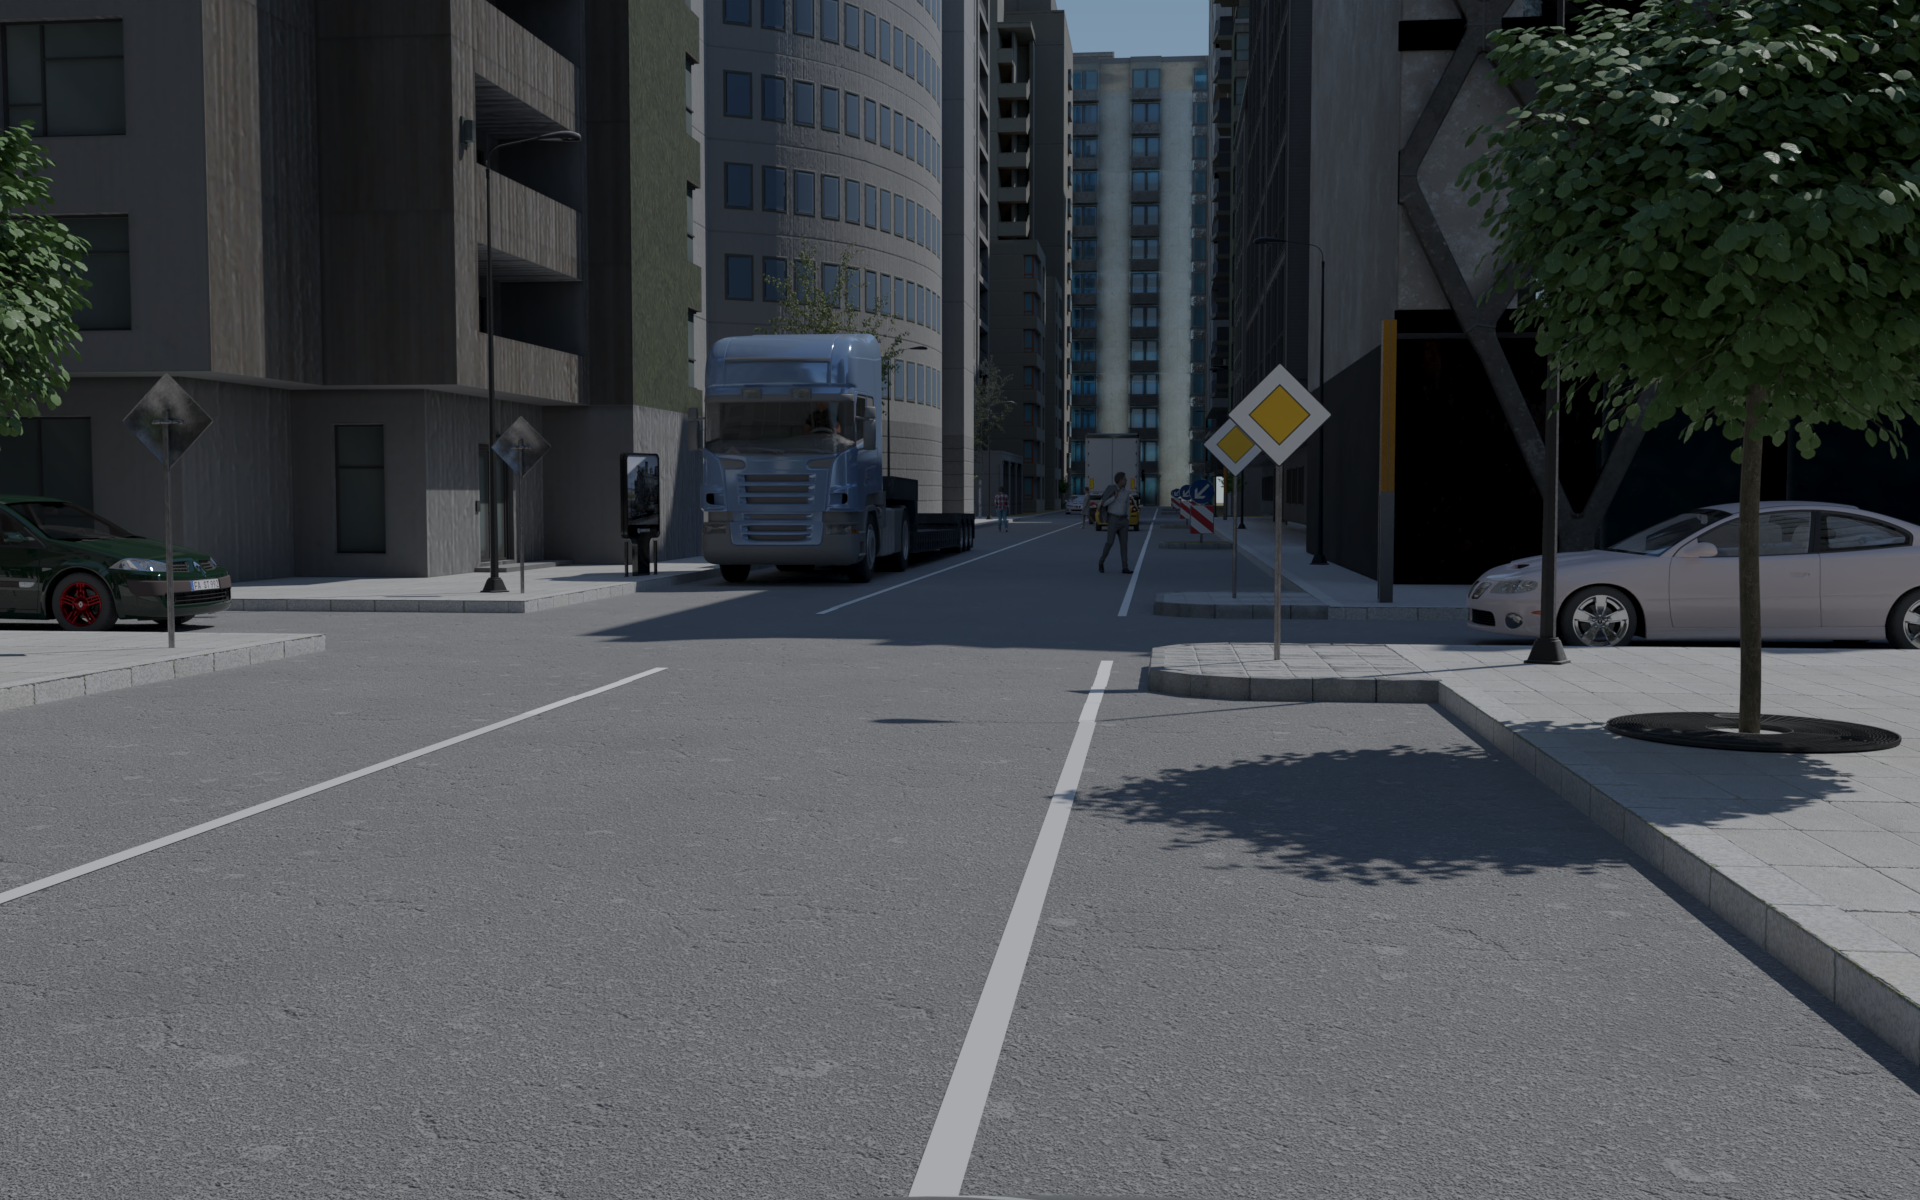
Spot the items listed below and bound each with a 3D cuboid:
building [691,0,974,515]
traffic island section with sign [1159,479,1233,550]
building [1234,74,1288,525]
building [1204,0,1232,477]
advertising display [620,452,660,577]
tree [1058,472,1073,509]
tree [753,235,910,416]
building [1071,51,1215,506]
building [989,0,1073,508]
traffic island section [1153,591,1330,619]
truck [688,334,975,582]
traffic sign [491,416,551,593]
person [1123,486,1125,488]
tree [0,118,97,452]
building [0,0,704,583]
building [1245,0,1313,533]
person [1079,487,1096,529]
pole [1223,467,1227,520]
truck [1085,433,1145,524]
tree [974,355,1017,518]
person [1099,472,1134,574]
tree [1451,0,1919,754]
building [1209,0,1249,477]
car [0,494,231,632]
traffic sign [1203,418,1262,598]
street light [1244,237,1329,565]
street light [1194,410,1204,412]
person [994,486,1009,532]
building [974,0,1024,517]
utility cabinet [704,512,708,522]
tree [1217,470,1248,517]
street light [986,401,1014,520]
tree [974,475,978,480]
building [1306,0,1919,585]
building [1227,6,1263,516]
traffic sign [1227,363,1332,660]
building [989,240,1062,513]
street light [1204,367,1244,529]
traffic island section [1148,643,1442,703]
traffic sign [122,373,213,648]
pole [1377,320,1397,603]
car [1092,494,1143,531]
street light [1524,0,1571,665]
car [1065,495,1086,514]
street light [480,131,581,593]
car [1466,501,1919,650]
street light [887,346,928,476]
[{"bbox_3d":[-11.393,-32.196,68.398,21.231,58.520,28.212,0,4,7],"label":"building"},{"bbox_3d":[6.265,-2.272,45.779,1.989,1.847,2.006,0,4,7],"label":"traffic island section with sign"},{"bbox_3d":[20.216,-15.898,79.005,14.314,24.678,30.058,0,4,7],"label":"building"},{"bbox_3d":[35.945,-34.599,154.929,28.713,52.752,27.495,0,4,7],"label":"building"},{"bbox_3d":[-5.010,-1.342,27.159,0.123,1.923,0.974,1,4,21],"label":"advertising display"},{"bbox_3d":[8.751,-9.479,149.587,1.663,3.219,1.824,0,3,0],"label":"tree"},{"bbox_3d":[-3.768,-6.105,50.175,4.737,8.622,4.395,0,3,0],"label":"tree"},{"bbox_3d":[13.891,-34.930,190.710,30.456,49.044,23.786,0,4,7],"label":"building"},{"bbox_3d":[-0.486,-33.009,163.398,21.600,48.544,21.300,0,4,7],"label":"building"},{"bbox_3d":[3.400,0.058,21.339,2.009,0.180,2.903,0,4,7],"label":"traffic island section"},{"bbox_3d":[-1.854,-2.769,35.039,2.967,4.110,18.799,0,4,6],"label":"truck"},{"bbox_3d":[-5.655,-1.143,22.336,0.795,2.450,0.064,0,4,7],"label":"traffic sign"},{"bbox_3d":[6.802,-3.961,73.279,0.660,1.820,0.620,1,4,19],"label":"person"},{"bbox_3d":[-7.693,-1.734,12.064,4.285,4.588,4.351,0,3,0],"label":"tree"},{"bbox_3d":[-13.091,-15.744,29.114,14.160,30.474,14.107,0,4,7],"label":"building"},{"bbox_3d":[16.264,-15.815,52.090,14.314,27.812,24.014,0,4,7],"label":"building"},{"bbox_3d":[5.291,-3.832,71.909,0.760,1.731,0.466,-2,4,-32],"label":"person"},{"bbox_3d":[13.066,-5.592,85.271,0.158,3.312,0.155,0,3,0],"label":"pole"},{"bbox_3d":[7.662,-5.909,85.523,2.839,4.237,11.283,0,4,7],"label":"truck"},{"bbox_3d":[0.837,-8.620,91.292,4.360,8.622,3.978,0,3,0],"label":"tree"},{"bbox_3d":[2.798,-1.388,31.294,0.679,1.850,0.850,-3,4,-36],"label":"person"},{"bbox_3d":[4.300,-1.556,9.155,4.285,4.588,4.351,0,3,0],"label":"tree"},{"bbox_3d":[29.699,-28.867,126.605,22.147,44.769,28.867,0,4,7],"label":"building"},{"bbox_3d":[-9.983,-0.530,18.452,4.222,1.686,2.009,0,4,8],"label":"car"},{"bbox_3d":[3.375,-1.078,21.264,0.795,2.450,0.064,0,4,7],"label":"traffic sign"},{"bbox_3d":[6.000,-3.600,31.397,1.470,5.913,1.316,0,4,7],"label":"street light"},{"bbox_3d":[13.591,-7.532,95.695,1.470,5.913,1.316,0,4,7],"label":"street light"},{"bbox_3d":[1.574,-3.416,65.185,0.563,1.720,0.643,0,4,-2],"label":"person"},{"bbox_3d":[-6.579,-40.905,107.054,20.563,71.187,20.611,0,4,7],"label":"building"},{"bbox_3d":[-6.858,-2.124,43.407,0.318,1.500,1.173,3,4,39],"label":"utility cabinet"},{"bbox_3d":[15.458,-6.345,98.347,1.663,3.219,1.824,0,3,0],"label":"tree"},{"bbox_3d":[2.013,-6.992,86.853,1.470,5.913,1.316,0,4,7],"label":"street light"},{"bbox_3d":[-0.138,-5.480,84.191,1.663,3.219,1.824,0,3,0],"label":"tree"},{"bbox_3d":[14.916,-9.827,28.118,16.811,18.784,16.820,0,4,7],"label":"building"},{"bbox_3d":[23.529,-20.445,105.984,14.160,30.474,14.107,0,4,7],"label":"building"},{"bbox_3d":[2.448,-0.593,13.333,0.795,2.450,0.064,0,4,7],"label":"traffic sign"},{"bbox_3d":[-6.828,-17.659,133.769,27.650,21.520,28.899,0,4,7],"label":"building"},{"bbox_3d":[9.823,-5.566,63.543,1.470,5.913,1.316,0,4,7],"label":"street light"},{"bbox_3d":[2.473,0.543,13.407,2.009,0.180,2.903,0,4,7],"label":"traffic island section"},{"bbox_3d":[-6.582,-0.658,14.405,0.795,2.450,0.064,0,4,7],"label":"traffic sign"},{"bbox_3d":[5.031,-1.625,20.405,0.158,3.312,0.155,0,3,0],"label":"pole"},{"bbox_3d":[6.211,-3.547,68.225,2.015,1.641,3.980,0,4,5],"label":"car"},{"bbox_3d":[3.929,-2.478,13.059,1.470,5.913,1.316,0,4,7],"label":"street light"},{"bbox_3d":[8.486,-6.779,123.198,2.083,1.381,4.827,0,4,5],"label":"car"},{"bbox_3d":[-5.543,-3.049,22.386,1.470,5.913,1.316,0,4,7],"label":"street light"},{"bbox_3d":[7.179,-0.223,16.009,4.827,1.381,2.083,0,4,5],"label":"car"},{"bbox_3d":[-1.715,-5.015,54.531,1.470,5.913,1.316,0,4,7],"label":"street light"}]
